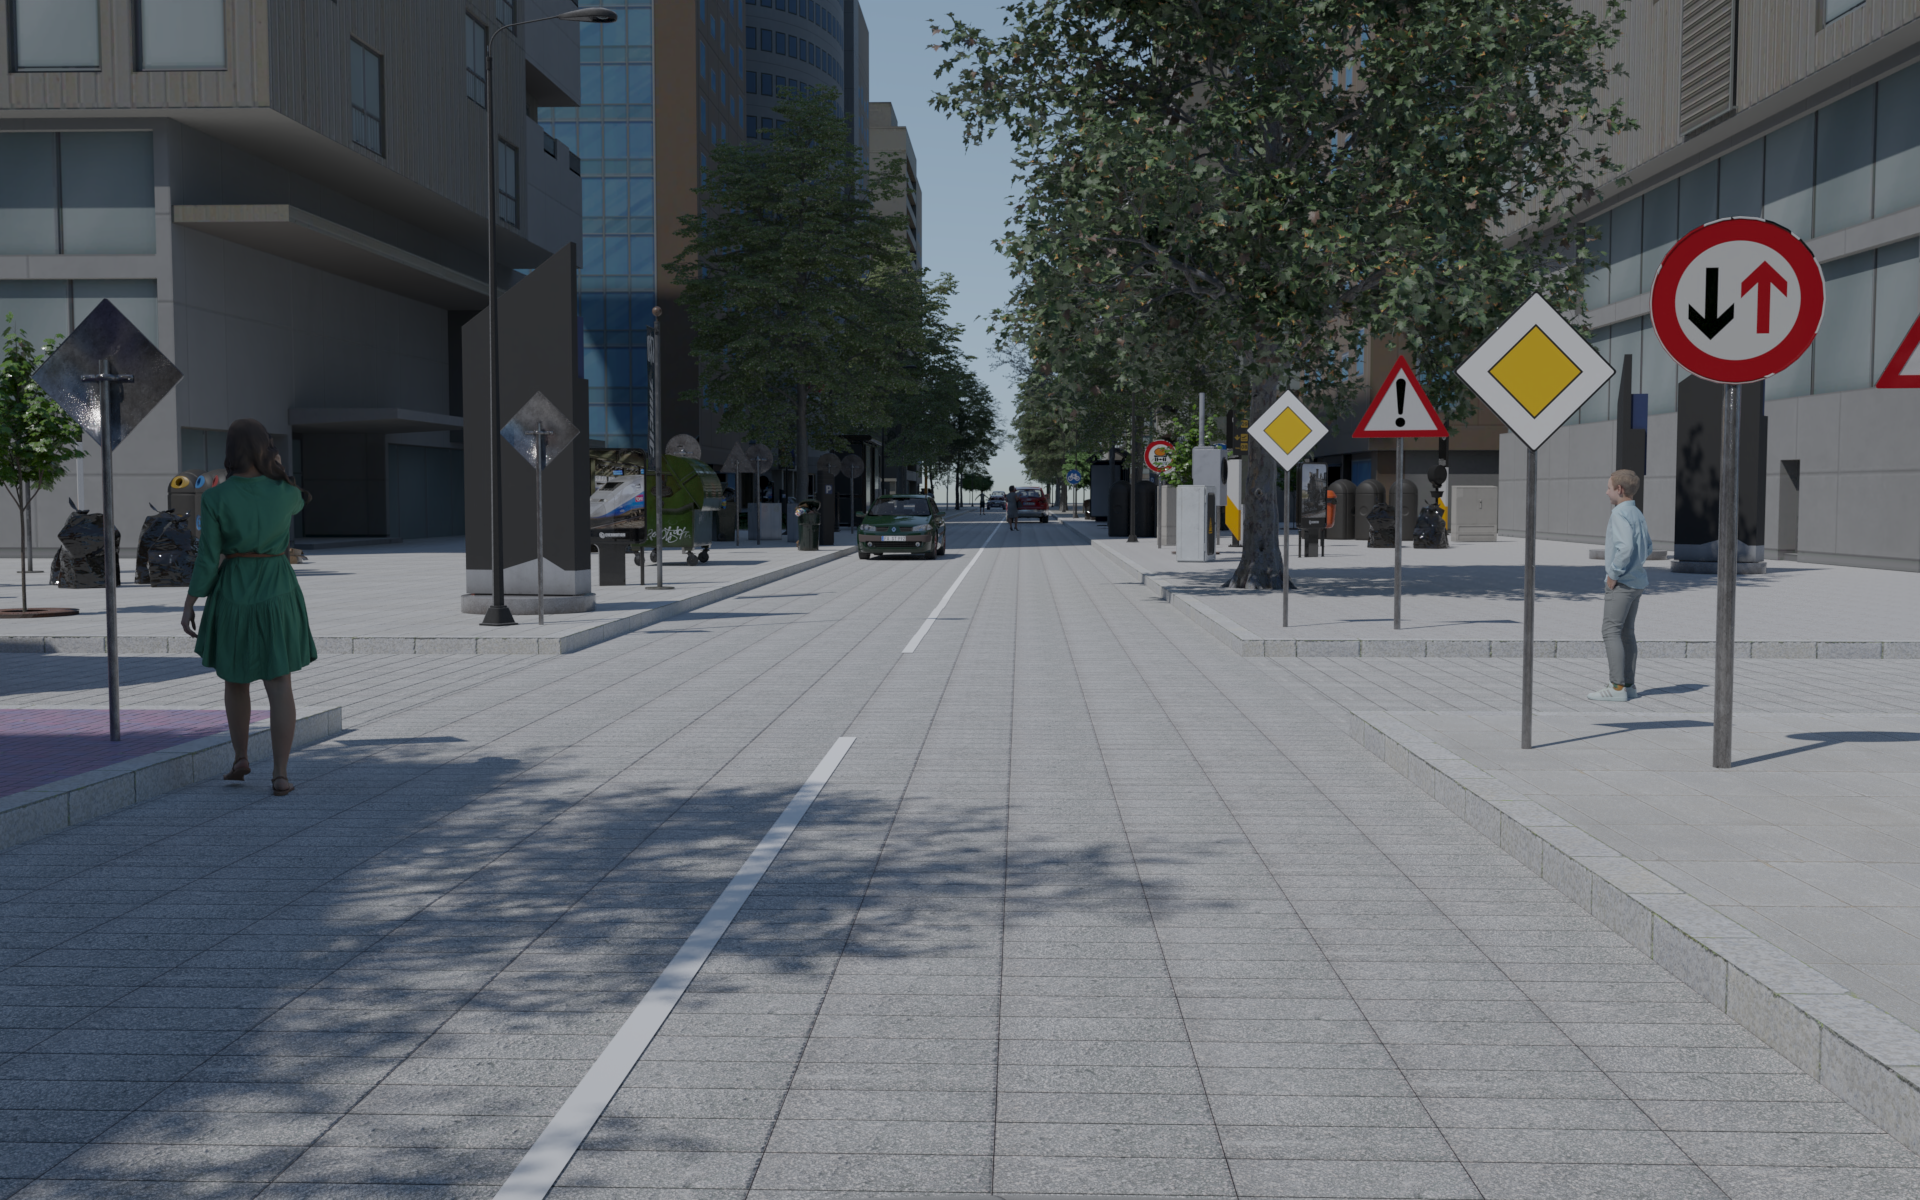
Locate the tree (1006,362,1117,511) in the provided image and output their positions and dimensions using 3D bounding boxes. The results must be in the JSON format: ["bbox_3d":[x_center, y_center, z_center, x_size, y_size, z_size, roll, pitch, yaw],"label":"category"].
[{"bbox_3d":[7.862,-13.769,131.777,9.857,13.997,8.962,0,3,0],"label":"tree"}]

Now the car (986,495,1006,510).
[{"bbox_3d":[3.316,-8.890,157.939,1.945,1.354,3.894,0,4,3],"label":"car"}]

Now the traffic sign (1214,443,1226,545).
[{"bbox_3d":[6.495,-2.654,43.492,0.768,2.556,0.104,0,4,8],"label":"traffic sign"}]

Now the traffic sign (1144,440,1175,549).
[{"bbox_3d":[4.702,-2.483,40.699,0.768,2.556,0.104,0,4,3],"label":"traffic sign"}]

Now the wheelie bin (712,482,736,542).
[{"bbox_3d":[-6.432,-2.391,47.009,0.693,1.594,0.980,-2,4,-29],"label":"wheelie bin"}]

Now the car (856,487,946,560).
[{"bbox_3d":[-1.287,-1.796,39.154,2.009,1.686,4.222,0,4,4],"label":"car"}]

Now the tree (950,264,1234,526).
[{"bbox_3d":[6.103,-9.679,68.628,12.009,13.543,11.850,0,3,0],"label":"tree"}]

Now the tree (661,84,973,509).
[{"bbox_3d":[-4.440,-7.950,48.114,7.486,12.596,7.792,0,3,0],"label":"tree"}]

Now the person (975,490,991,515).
[{"bbox_3d":[1.567,-6.736,119.418,1.217,1.735,0.721,1,4,22],"label":"person"}]

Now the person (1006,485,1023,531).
[{"bbox_3d":[2.175,-3.604,67.777,0.716,1.782,0.532,2,4,35],"label":"person"}]

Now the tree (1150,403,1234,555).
[{"bbox_3d":[5.027,-2.592,36.980,1.663,3.219,1.824,0,3,0],"label":"tree"}]

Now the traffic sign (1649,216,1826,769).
[{"bbox_3d":[3.577,-0.486,8.053,0.768,2.556,0.104,1,4,9],"label":"traffic sign"}]

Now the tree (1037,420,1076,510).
[{"bbox_3d":[9.177,-12.672,157.543,4.737,8.622,4.395,0,3,0],"label":"tree"}]

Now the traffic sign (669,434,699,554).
[{"bbox_3d":[-5.893,-2.249,36.870,0.768,2.556,0.104,0,4,3],"label":"traffic sign"}]

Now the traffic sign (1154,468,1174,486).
[{"bbox_3d":[5.683,-2.943,48.224,0.768,2.556,0.104,1,4,11],"label":"traffic sign"}]

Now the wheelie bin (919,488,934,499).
[{"bbox_3d":[-1.787,-5.096,91.222,0.980,1.594,0.693,3,4,37],"label":"wheelie bin"}]

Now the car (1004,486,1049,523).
[{"bbox_3d":[3.375,-4.809,87.292,2.281,1.827,5.304,0,3,0],"label":"car"}]

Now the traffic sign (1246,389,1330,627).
[{"bbox_3d":[3.135,-0.795,16.642,0.795,2.450,0.064,0,4,2],"label":"traffic sign"}]

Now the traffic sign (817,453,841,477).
[{"bbox_3d":[-4.070,-3.286,53.826,0.768,2.556,0.104,0,4,5],"label":"traffic sign"}]

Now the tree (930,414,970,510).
[{"bbox_3d":[-1.188,-11.314,135.339,4.360,8.622,3.978,0,3,0],"label":"tree"}]

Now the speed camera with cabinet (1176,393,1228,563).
[{"bbox_3d":[4.670,-2.380,33.253,0.660,3.252,2.038,1,4,20],"label":"speed camera with cabinet"}]

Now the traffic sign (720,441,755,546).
[{"bbox_3d":[-5.499,-2.616,42.781,0.884,2.594,0.081,1,4,9],"label":"traffic sign"}]

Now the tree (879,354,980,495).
[{"bbox_3d":[-2.078,-11.059,115.220,7.601,10.594,8.767,1,4,16],"label":"tree"}]

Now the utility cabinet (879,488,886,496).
[{"bbox_3d":[-3.220,-3.627,67.978,0.318,1.500,1.173,-1,4,-22],"label":"utility cabinet"}]

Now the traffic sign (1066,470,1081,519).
[{"bbox_3d":[5.944,-5.527,90.467,0.768,2.556,0.104,1,4,9],"label":"traffic sign"}]

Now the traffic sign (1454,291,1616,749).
[{"bbox_3d":[2.850,-0.307,8.662,0.795,2.450,0.064,0,4,2],"label":"traffic sign"}]

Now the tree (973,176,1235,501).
[{"bbox_3d":[5.772,-8.297,53.787,7.486,12.596,7.792,0,3,0],"label":"tree"}]

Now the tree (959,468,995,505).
[{"bbox_3d":[1.259,-13.997,212.565,4.285,4.588,4.351,0,3,0],"label":"tree"}]

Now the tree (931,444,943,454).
[{"bbox_3d":[0.094,-15.715,167.313,12.009,13.543,11.850,0,3,0],"label":"tree"}]

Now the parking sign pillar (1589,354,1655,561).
[{"bbox_3d":[13.159,-2.785,34.010,1.447,3.967,1.447,1,4,16],"label":"parking sign pillar"}]

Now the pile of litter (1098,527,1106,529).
[{"bbox_3d":[5.961,-3.053,63.875,1.719,0.858,1.176,2,4,34],"label":"pile of litter"}]

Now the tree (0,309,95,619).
[{"bbox_3d":[-9.968,-1.451,18.323,1.663,3.219,1.824,0,3,0],"label":"tree"}]

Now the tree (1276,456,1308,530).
[{"bbox_3d":[12.059,-4.164,62.686,1.663,3.219,1.824,0,3,0],"label":"tree"}]

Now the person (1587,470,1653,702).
[{"bbox_3d":[4.651,-0.113,12.158,0.589,1.601,0.330,-3,5,-44],"label":"person"}]

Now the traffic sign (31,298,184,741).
[{"bbox_3d":[-4.389,-0.324,8.940,0.795,2.450,0.064,0,4,2],"label":"traffic sign"}]

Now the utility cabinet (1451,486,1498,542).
[{"bbox_3d":[13.717,-2.294,46.180,1.173,1.500,0.318,-1,4,-11],"label":"utility cabinet"}]

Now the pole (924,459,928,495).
[{"bbox_3d":[-1.653,-5.529,84.240,0.158,3.312,0.155,0,3,0],"label":"pole"}]

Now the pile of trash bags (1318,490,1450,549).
[{"bbox_3d":[10.160,-1.962,41.839,3.447,1.369,1.912,2,4,31],"label":"pile of trash bags"}]

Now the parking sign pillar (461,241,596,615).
[{"bbox_3d":[-4.735,-1.862,18.916,1.447,3.967,1.447,1,4,13],"label":"parking sign pillar"}]

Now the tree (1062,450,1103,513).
[{"bbox_3d":[8.287,-8.096,116.079,4.285,4.588,4.351,0,3,0],"label":"tree"}]

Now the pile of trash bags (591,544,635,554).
[{"bbox_3d":[-8.797,-1.678,37.184,3.447,1.369,1.912,-2,4,-28],"label":"pile of trash bags"}]

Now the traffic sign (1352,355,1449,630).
[{"bbox_3d":[4.140,-0.999,16.330,0.884,2.594,0.081,1,4,10],"label":"traffic sign"}]

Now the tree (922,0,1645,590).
[{"bbox_3d":[4.163,-6.497,23.236,9.611,12.733,9.660,0,3,0],"label":"tree"}]

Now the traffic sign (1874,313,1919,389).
[{"bbox_3d":[5.060,-0.536,8.761,0.884,2.594,0.081,0,4,6],"label":"traffic sign"}]

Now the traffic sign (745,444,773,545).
[{"bbox_3d":[-5.103,-2.671,43.783,0.768,2.556,0.104,1,4,10],"label":"traffic sign"}]

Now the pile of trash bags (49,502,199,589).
[{"bbox_3d":[-12.357,-0.882,24.169,3.447,1.369,1.912,-1,4,-17],"label":"pile of trash bags"}]

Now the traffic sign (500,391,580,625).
[{"bbox_3d":[-4.104,-0.812,16.920,0.795,2.450,0.064,0,4,2],"label":"traffic sign"}]

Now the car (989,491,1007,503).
[{"bbox_3d":[4.661,-12.206,208.240,2.281,1.827,5.304,0,4,1],"label":"car"}]

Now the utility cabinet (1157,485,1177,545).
[{"bbox_3d":[5.382,-2.113,43.233,0.318,1.500,1.173,3,5,43],"label":"utility cabinet"}]

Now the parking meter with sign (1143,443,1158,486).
[{"bbox_3d":[6.987,-3.903,60.073,1.738,3.016,0.543,-1,4,-20],"label":"parking meter with sign"}]

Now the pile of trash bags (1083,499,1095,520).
[{"bbox_3d":[7.945,-4.930,90.363,1.912,1.369,3.447,2,4,26],"label":"pile of trash bags"}]

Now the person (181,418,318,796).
[{"bbox_3d":[-3.407,0.025,8.346,0.600,1.795,0.529,-3,4,-38],"label":"person"}]

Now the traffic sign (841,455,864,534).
[{"bbox_3d":[-3.478,-3.411,55.874,0.768,2.556,0.104,0,4,5],"label":"traffic sign"}]

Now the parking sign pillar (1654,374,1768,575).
[{"bbox_3d":[12.385,-2.428,28.175,1.447,3.967,1.447,3,5,42],"label":"parking sign pillar"}]
